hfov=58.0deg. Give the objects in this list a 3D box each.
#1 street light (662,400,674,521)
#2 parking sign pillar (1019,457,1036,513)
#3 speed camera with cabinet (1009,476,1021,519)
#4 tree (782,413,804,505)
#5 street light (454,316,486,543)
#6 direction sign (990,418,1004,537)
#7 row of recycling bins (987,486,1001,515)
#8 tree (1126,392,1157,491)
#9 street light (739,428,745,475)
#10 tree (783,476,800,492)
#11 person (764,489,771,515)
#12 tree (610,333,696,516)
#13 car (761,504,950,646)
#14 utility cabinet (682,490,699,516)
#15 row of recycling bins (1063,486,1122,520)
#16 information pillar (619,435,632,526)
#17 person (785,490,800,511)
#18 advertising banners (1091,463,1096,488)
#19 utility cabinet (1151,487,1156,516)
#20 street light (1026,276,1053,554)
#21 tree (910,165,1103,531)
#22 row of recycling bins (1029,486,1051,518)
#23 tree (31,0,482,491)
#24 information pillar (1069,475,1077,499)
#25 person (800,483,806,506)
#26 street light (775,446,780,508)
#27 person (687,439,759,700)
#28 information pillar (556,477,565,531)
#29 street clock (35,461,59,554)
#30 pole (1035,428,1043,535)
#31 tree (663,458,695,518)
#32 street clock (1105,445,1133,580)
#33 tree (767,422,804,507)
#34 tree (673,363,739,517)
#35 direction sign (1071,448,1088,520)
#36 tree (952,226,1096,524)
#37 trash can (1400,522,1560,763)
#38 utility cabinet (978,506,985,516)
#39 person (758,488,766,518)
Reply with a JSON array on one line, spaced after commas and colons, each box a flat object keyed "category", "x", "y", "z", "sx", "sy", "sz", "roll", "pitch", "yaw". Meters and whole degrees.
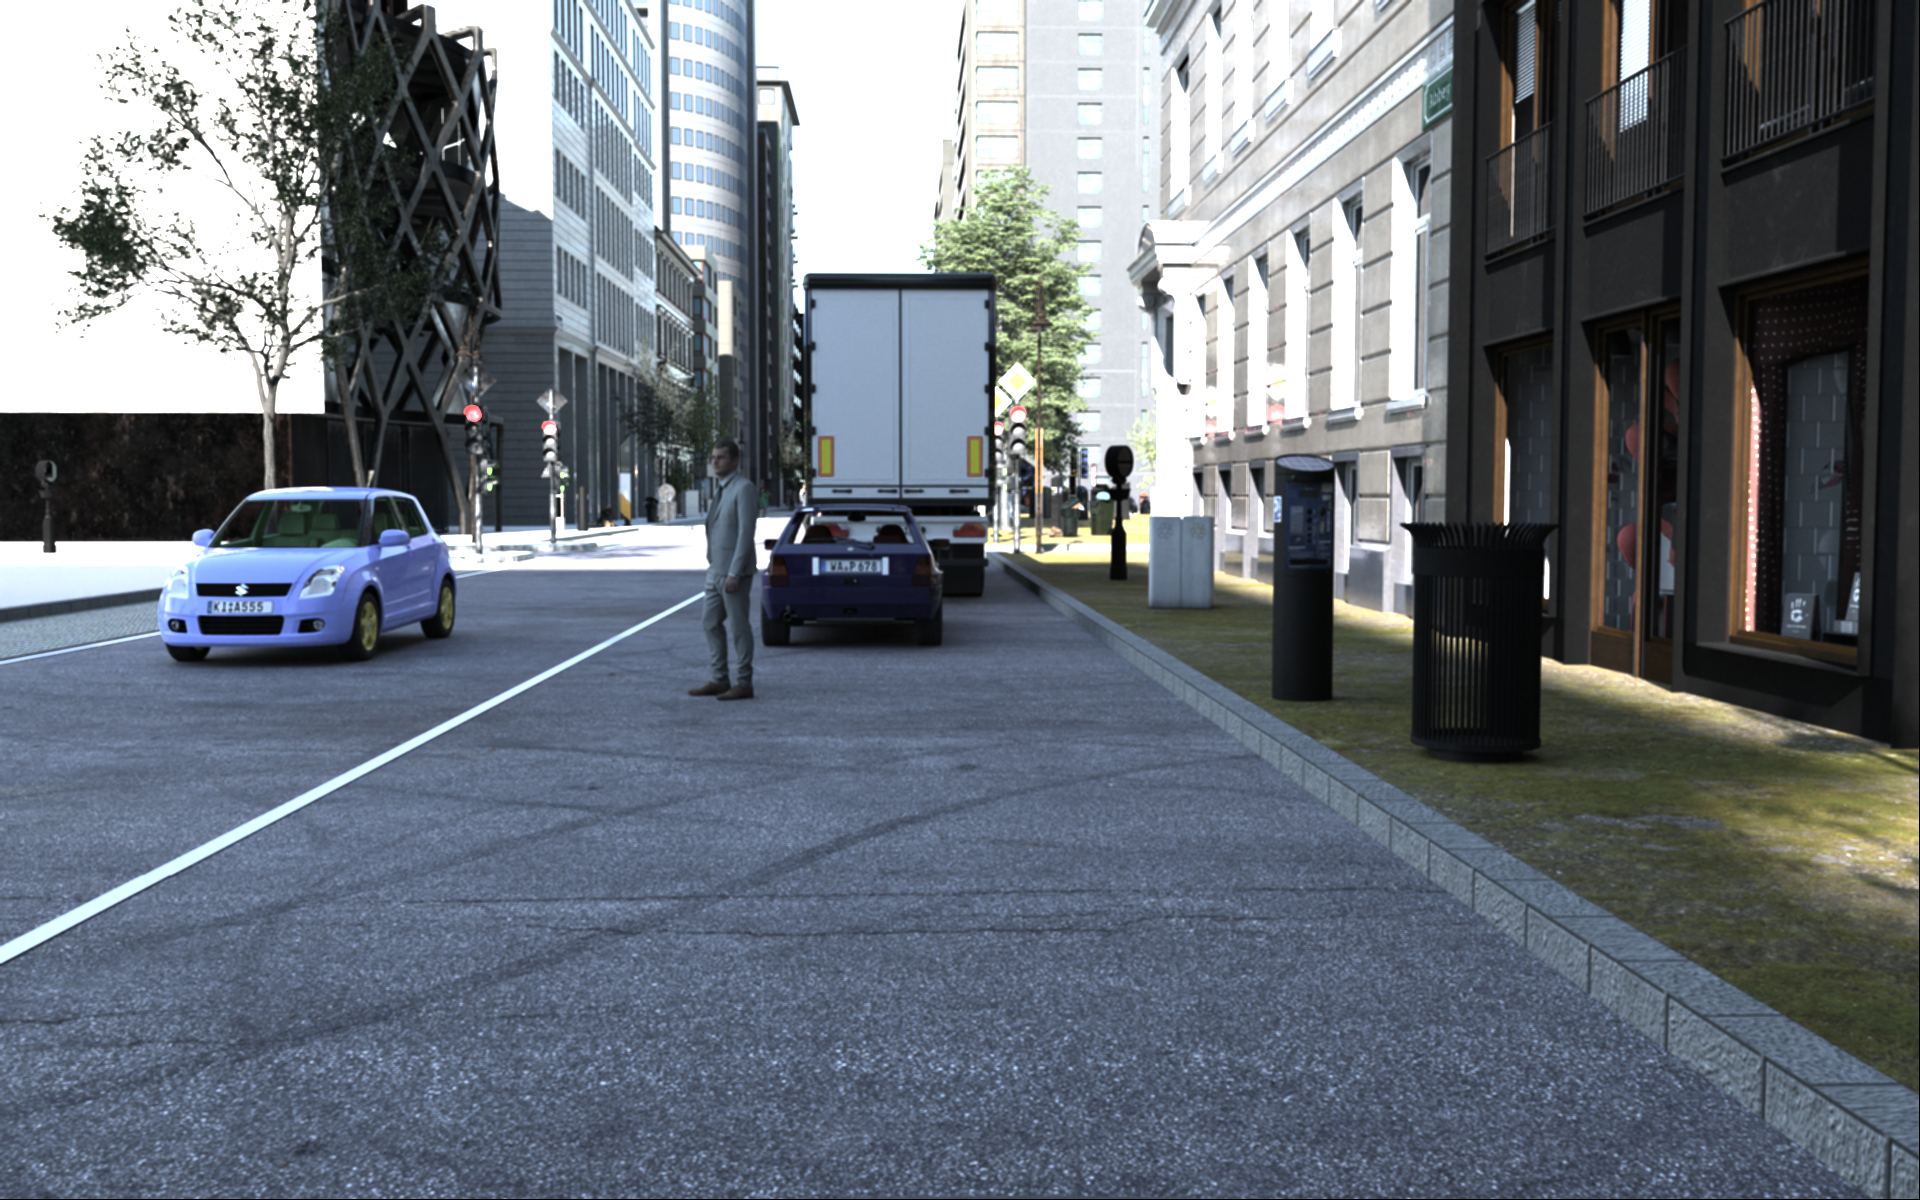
[{"category": "street light", "x": -13.965, "y": -6.719, "z": 82.637, "sx": 0.468, "sy": 5.910, "sz": 1.993, "roll": 0, "pitch": 4, "yaw": -2}, {"category": "parking sign pillar", "x": 4.413, "y": -7.847, "z": 116.771, "sx": 1.447, "sy": 3.967, "sz": 1.447, "roll": 1, "pitch": 4, "yaw": 20}, {"category": "speed camera with cabinet", "x": 2.641, "y": -5.822, "z": 89.532, "sx": 0.660, "sy": 3.252, "sz": 2.038, "roll": 1, "pitch": 4, "yaw": 15}, {"category": "tree", "x": -18.419, "y": -16.083, "z": 197.362, "sx": 8.767, "sy": 10.594, "sz": 7.601, "roll": 0, "pitch": 4, "yaw": -3}, {"category": "street light", "x": -12.676, "y": -4.416, "z": 44.991, "sx": 0.468, "sy": 5.910, "sz": 1.993, "roll": 0, "pitch": 4, "yaw": -2}, {"category": "direction sign", "x": 1.089, "y": -3.663, "z": 51.888, "sx": 0.379, "sy": 3.537, "sz": 0.876, "roll": -2, "pitch": 4, "yaw": -26}, {"category": "row of recycling bins", "x": 1.815, "y": -4.776, "z": 85.205, "sx": 1.069, "sy": 1.692, "sz": 3.534, "roll": 0, "pitch": 4, "yaw": 1}, {"category": "tree", "x": 13.617, "y": -10.259, "z": 118.094, "sx": 4.737, "sy": 8.622, "sz": 4.395, "roll": 0, "pitch": 3, "yaw": 0}, {"category": "street light", "x": -15.305, "y": -9.096, "z": 121.503, "sx": 0.468, "sy": 5.910, "sz": 1.993, "roll": 0, "pitch": 4, "yaw": -2}, {"category": "tree", "x": -18.051, "y": -11.579, "z": 183.915, "sx": 1.663, "sy": 3.219, "sz": 1.824, "roll": 0, "pitch": 3, "yaw": 0}, {"category": "person", "x": -13.320, "y": -6.722, "z": 118.650, "sx": 0.600, "sy": 1.795, "sz": 0.529, "roll": 2, "pitch": 4, "yaw": 25}, {"category": "tree", "x": -13.819, "y": -7.862, "z": 78.899, "sx": 4.360, "sy": 8.622, "sz": 3.978, "roll": 0, "pitch": 3, "yaw": 0}, {"category": "car", "x": -1.064, "y": -0.315, "z": 17.735, "sx": 1.945, "sy": 1.354, "sz": 3.894, "roll": 0, "pitch": 4, "yaw": -2}, {"category": "utility cabinet", "x": -15.630, "y": -5.605, "z": 100.318, "sx": 0.318, "sy": 1.500, "sz": 1.173, "roll": 2, "pitch": 4, "yaw": 31}, {"category": "row of recycling bins", "x": 6.448, "y": -4.868, "z": 86.703, "sx": 3.534, "sy": 1.692, "sz": 1.069, "roll": 0, "pitch": 4, "yaw": 1}, {"category": "information pillar", "x": -13.316, "y": -4.742, "z": 68.885, "sx": 0.504, "sy": 3.616, "sz": 0.183, "roll": -3, "pitch": 5, "yaw": -44}, {"category": "person", "x": -13.763, "y": -8.138, "z": 142.281, "sx": 1.217, "sy": 1.743, "sz": 0.721, "roll": 0, "pitch": 4, "yaw": -4}, {"category": "advertising banners", "x": 8.042, "y": -6.262, "z": 98.578, "sx": 0.090, "sy": 3.025, "sz": 2.074, "roll": 3, "pitch": 5, "yaw": 39}, {"category": "utility cabinet", "x": 6.449, "y": -2.785, "z": 54.216, "sx": 0.318, "sy": 1.500, "sz": 1.173, "roll": -2, "pitch": 4, "yaw": -32}, {"category": "street light", "x": 1.689, "y": -3.923, "z": 36.927, "sx": 0.468, "sy": 5.910, "sz": 1.993, "roll": 0, "pitch": 4, "yaw": -2}, {"category": "tree", "x": 1.335, "y": -8.689, "z": 60.200, "sx": 7.486, "sy": 12.596, "sz": 7.792, "roll": 0, "pitch": 3, "yaw": 0}, {"category": "row of recycling bins", "x": 4.418, "y": -5.270, "z": 93.279, "sx": 1.069, "sy": 1.692, "sz": 3.534, "roll": 1, "pitch": 4, "yaw": 12}, {"category": "tree", "x": -12.182, "y": -5.831, "z": 29.754, "sx": 8.767, "sy": 10.594, "sz": 7.601, "roll": 1, "pitch": 4, "yaw": 17}, {"category": "information pillar", "x": 4.329, "y": -3.801, "z": 66.636, "sx": 0.304, "sy": 2.012, "sz": 0.304, "roll": 0, "pitch": 4, "yaw": 2}, {"category": "person", "x": -4.717, "y": -2.732, "z": 53.349, "sx": 0.473, "sy": 1.802, "sz": 0.592, "roll": 0, "pitch": 4, "yaw": -1}, {"category": "street light", "x": -16.749, "y": -11.418, "z": 159.464, "sx": 0.468, "sy": 5.910, "sz": 1.993, "roll": 0, "pitch": 4, "yaw": -2}, {"category": "person", "x": -1.610, "y": -0.217, "z": 12.146, "sx": 0.391, "sy": 1.810, "sz": 0.635, "roll": -2, "pitch": 4, "yaw": -35}, {"category": "information pillar", "x": -13.965, "y": -3.418, "z": 60.370, "sx": 0.304, "sy": 2.012, "sz": 0.304, "roll": 0, "pitch": 4, "yaw": 2}, {"category": "street clock", "x": -19.693, "y": -2.008, "z": 37.405, "sx": 0.358, "sy": 2.002, "sz": 0.471, "roll": 0, "pitch": 4, "yaw": 8}, {"category": "pole", "x": 2.455, "y": -3.667, "z": 53.798, "sx": 0.158, "sy": 3.312, "sz": 0.155, "roll": 0, "pitch": 3, "yaw": 0}, {"category": "tree", "x": -15.054, "y": -6.019, "z": 93.012, "sx": 1.663, "sy": 3.219, "sz": 1.824, "roll": 0, "pitch": 3, "yaw": 0}, {"category": "street clock", "x": 2.376, "y": -1.304, "z": 25.897, "sx": 0.358, "sy": 2.002, "sz": 0.471, "roll": 2, "pitch": 4, "yaw": 35}, {"category": "tree", "x": -17.597, "y": -13.825, "z": 176.404, "sx": 4.360, "sy": 8.622, "sz": 3.978, "roll": 0, "pitch": 3, "yaw": 0}, {"category": "tree", "x": -14.592, "y": -9.026, "z": 97.935, "sx": 4.737, "sy": 8.622, "sz": 4.395, "roll": 0, "pitch": 3, "yaw": 0}, {"category": "direction sign", "x": 5.892, "y": -5.729, "z": 85.664, "sx": 0.876, "sy": 3.537, "sz": 0.379, "roll": 1, "pitch": 4, "yaw": 19}, {"category": "tree", "x": 1.344, "y": -9.601, "z": 73.987, "sx": 9.611, "sy": 12.733, "sz": 9.660, "roll": 0, "pitch": 3, "yaw": 0}, {"category": "trash can", "x": 2.524, "y": 0.195, "z": 8.458, "sx": 0.748, "sy": 1.137, "sz": 0.748, "roll": 0, "pitch": 3, "yaw": 0}, {"category": "utility cabinet", "x": 0.842, "y": -5.551, "z": 99.443, "sx": 1.173, "sy": 1.500, "sz": 0.318, "roll": -2, "pitch": 4, "yaw": -31}, {"category": "person", "x": -11.805, "y": -5.774, "z": 103.151, "sx": 0.529, "sy": 1.795, "sz": 0.600, "roll": 1, "pitch": 4, "yaw": 14}]
